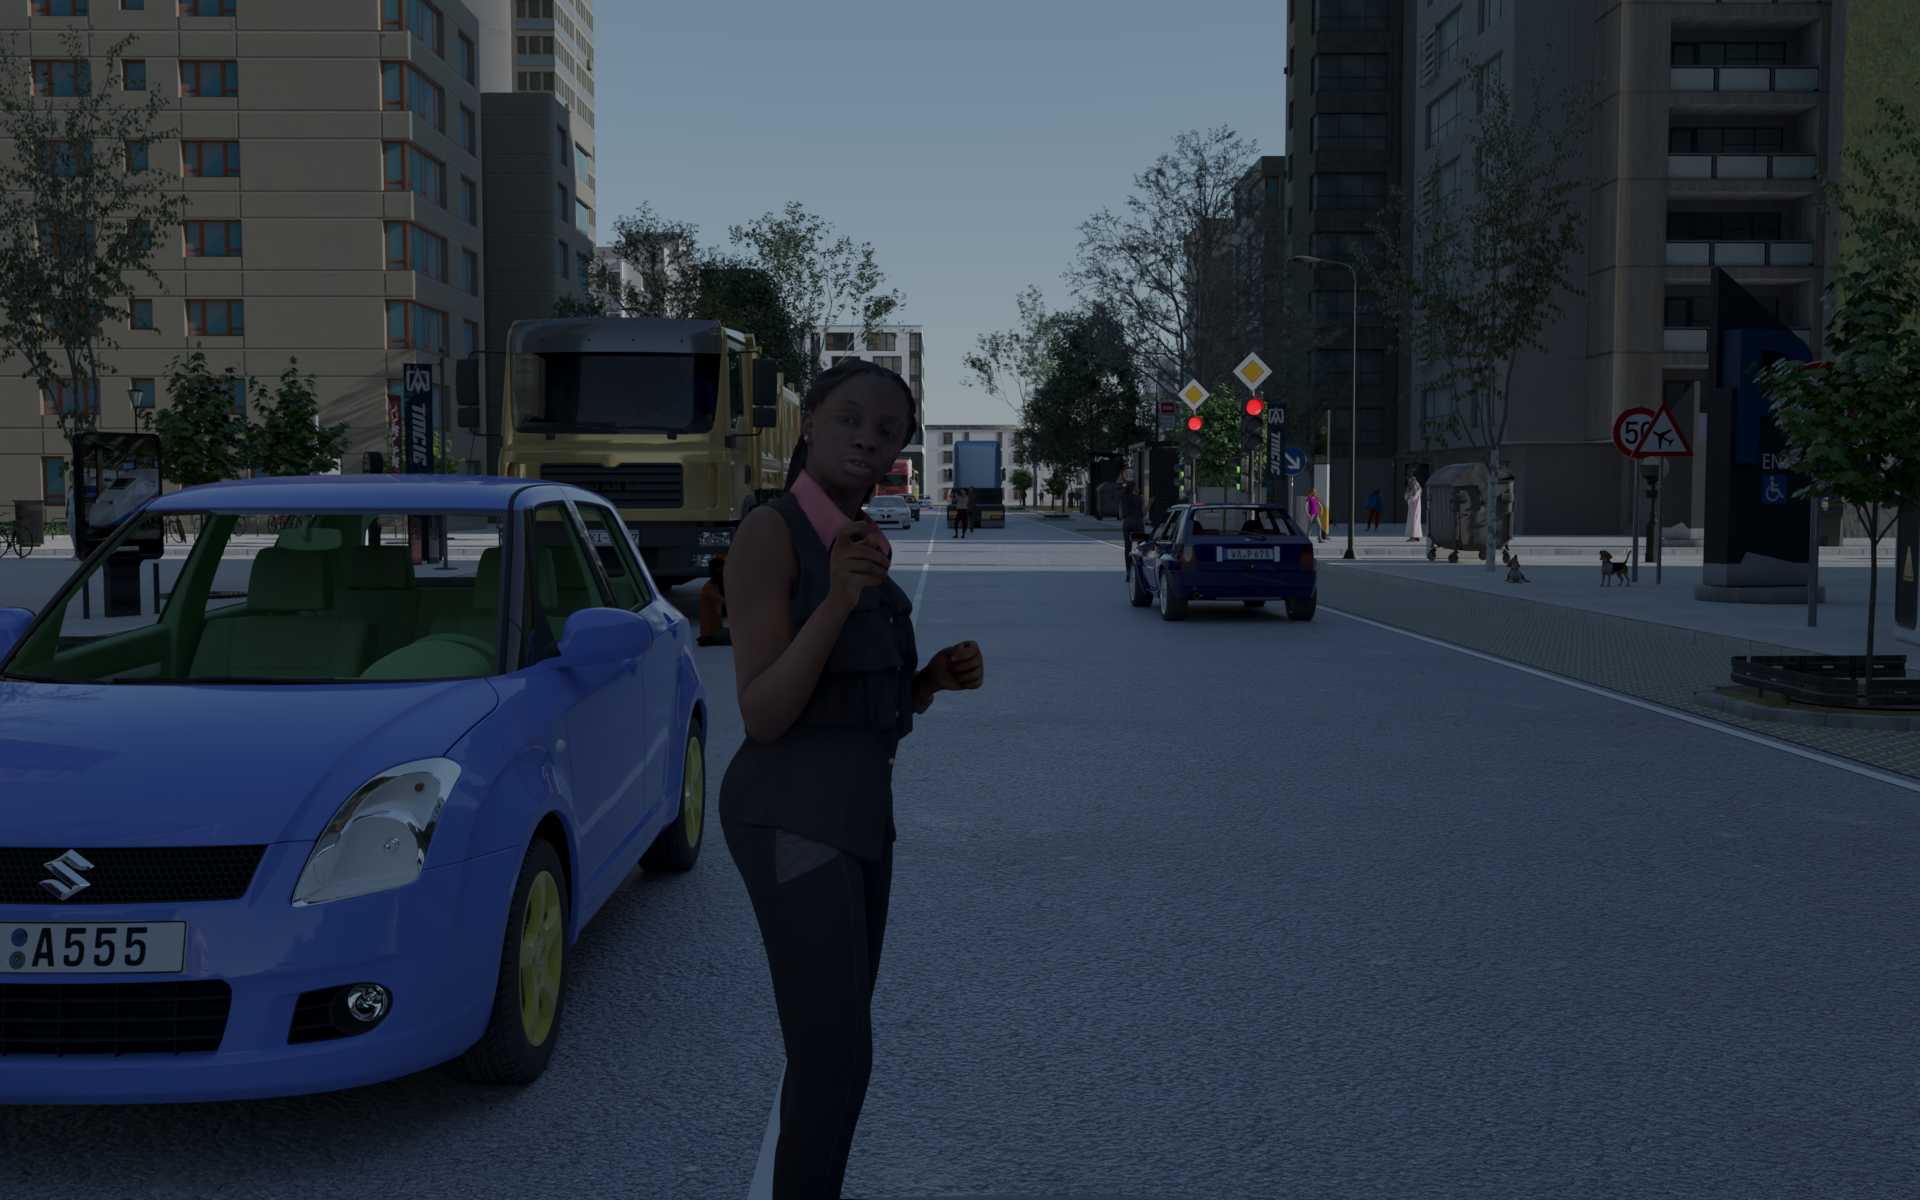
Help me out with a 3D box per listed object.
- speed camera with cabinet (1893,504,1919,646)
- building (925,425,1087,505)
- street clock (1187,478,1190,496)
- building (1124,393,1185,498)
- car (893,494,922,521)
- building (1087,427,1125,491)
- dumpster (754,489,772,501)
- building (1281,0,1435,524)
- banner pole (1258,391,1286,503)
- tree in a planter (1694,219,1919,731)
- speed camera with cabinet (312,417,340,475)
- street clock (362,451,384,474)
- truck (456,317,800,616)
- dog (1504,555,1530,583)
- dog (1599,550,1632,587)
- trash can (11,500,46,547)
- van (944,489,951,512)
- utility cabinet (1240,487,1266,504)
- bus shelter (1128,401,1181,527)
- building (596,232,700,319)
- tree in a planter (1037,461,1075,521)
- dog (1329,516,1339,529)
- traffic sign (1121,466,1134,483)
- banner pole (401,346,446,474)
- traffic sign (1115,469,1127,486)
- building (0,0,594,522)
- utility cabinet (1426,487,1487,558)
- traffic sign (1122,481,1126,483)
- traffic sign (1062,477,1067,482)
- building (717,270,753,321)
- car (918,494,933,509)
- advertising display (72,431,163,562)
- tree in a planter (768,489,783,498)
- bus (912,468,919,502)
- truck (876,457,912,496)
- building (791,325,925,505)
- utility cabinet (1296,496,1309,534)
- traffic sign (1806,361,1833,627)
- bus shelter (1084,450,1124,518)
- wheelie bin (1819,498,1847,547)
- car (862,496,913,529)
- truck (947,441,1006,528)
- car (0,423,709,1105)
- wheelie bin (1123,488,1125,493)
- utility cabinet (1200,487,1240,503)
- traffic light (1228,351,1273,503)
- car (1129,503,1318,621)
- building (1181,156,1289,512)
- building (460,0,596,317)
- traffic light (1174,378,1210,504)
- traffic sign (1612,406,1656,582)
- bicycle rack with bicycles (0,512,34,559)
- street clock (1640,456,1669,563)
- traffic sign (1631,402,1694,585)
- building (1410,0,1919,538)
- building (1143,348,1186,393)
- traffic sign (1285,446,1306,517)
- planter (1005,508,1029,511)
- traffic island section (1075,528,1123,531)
[{"bbox_3d":[8.249,-1.213,14.169,0.660,3.252,2.038,1,4,15],"label":"speed camera with cabinet"},{"bbox_3d":[9.718,-16.626,213.985,28.070,9.664,9.099,0,4,-1],"label":"building"},{"bbox_3d":[9.026,-3.867,67.800,0.471,2.002,0.358,1,4,11],"label":"street clock"},{"bbox_3d":[19.870,-12.304,143.319,9.099,9.664,28.070,0,4,-1],"label":"building"},{"bbox_3d":[-3.031,-5.084,92.914,2.009,1.686,4.222,0,4,-2],"label":"car"},{"bbox_3d":[18.566,-14.035,171.625,9.099,9.664,28.070,0,4,-1],"label":"building"},{"bbox_3d":[-10.662,-5.473,91.977,1.502,2.255,1.985,0,4,-1],"label":"dumpster"},{"bbox_3d":[22.207,-18.939,81.362,14.160,30.474,14.107,0,4,-1],"label":"building"},{"bbox_3d":[7.509,-3.184,42.071,0.863,3.779,0.401,2,4,24],"label":"banner pole"},{"bbox_3d":[5.982,-0.861,11.297,1.991,3.239,1.994,0,4,-1],"label":"tree in a planter"},{"bbox_3d":[-15.184,-2.929,42.224,0.660,3.252,2.038,-3,5,-45],"label":"speed camera with cabinet"},{"bbox_3d":[-9.977,-1.523,29.478,0.358,2.002,0.471,-2,4,-34],"label":"street clock"},{"bbox_3d":[-3.737,-1.619,22.395,3.469,3.379,9.791,0,4,0],"label":"truck"},{"bbox_3d":[8.153,-0.456,25.185,0.748,0.427,0.550,-2,4,-30],"label":"dog"},{"bbox_3d":[9.102,-0.442,24.059,0.406,0.507,0.540,1,4,23],"label":"dog"},{"bbox_3d":[-22.533,-1.852,41.940,0.748,1.137,0.748,0,3,0],"label":"trash can"},{"bbox_3d":[-0.255,-7.935,136.756,2.013,2.044,4.112,0,4,-1],"label":"van"},{"bbox_3d":[9.734,-3.042,58.419,1.173,1.500,0.318,1,4,10],"label":"utility cabinet"},{"bbox_3d":[8.291,-5.803,72.513,2.179,5.291,8.768,0,4,-1],"label":"bus shelter"},{"bbox_3d":[-26.534,-16.308,123.048,16.016,20.091,11.380,0,4,-1],"label":"building"},{"bbox_3d":[5.195,-5.909,93.839,1.991,3.239,1.994,0,4,-1],"label":"tree in a planter"},{"bbox_3d":[13.434,-2.812,62.801,0.540,0.507,0.406,0,4,-2],"label":"dog"},{"bbox_3d":[7.785,-4.863,79.623,0.768,2.556,0.104,1,4,8],"label":"traffic sign"},{"bbox_3d":[-8.968,-2.401,29.280,0.863,3.779,0.401,-1,4,-18],"label":"banner pole"},{"bbox_3d":[8.546,-5.584,91.297,0.884,2.594,0.081,0,4,2],"label":"traffic sign"},{"bbox_3d":[-31.384,-13.715,69.274,27.650,21.520,28.899,0,4,-1],"label":"building"},{"bbox_3d":[9.830,-1.562,34.213,1.173,1.500,0.318,-1,4,-9],"label":"utility cabinet"},{"bbox_3d":[8.518,-5.278,86.296,0.884,2.594,0.081,0,4,4],"label":"traffic sign"},{"bbox_3d":[6.865,-7.132,116.341,0.795,2.593,0.064,0,4,0],"label":"traffic sign"},{"bbox_3d":[-34.964,-20.008,171.104,32.646,21.610,27.936,0,4,-1],"label":"building"},{"bbox_3d":[-3.544,-9.375,165.289,2.014,1.417,4.499,0,4,-2],"label":"car"},{"bbox_3d":[-8.786,-0.789,18.122,0.123,1.923,0.974,2,4,26],"label":"advertising display"},{"bbox_3d":[-7.024,-4.304,67.588,1.991,3.239,1.994,0,4,-1],"label":"tree in a planter"},{"bbox_3d":[-5.093,-9.933,153.955,2.896,3.916,12.252,0,4,0],"label":"bus"},{"bbox_3d":[-4.997,-8.737,131.758,2.839,4.237,11.283,0,4,0],"label":"truck"},{"bbox_3d":[-20.992,-23.203,223.338,32.646,21.610,27.936,0,4,-1],"label":"building"},{"bbox_3d":[9.917,-2.379,50.058,0.306,1.237,1.020,0,4,6],"label":"utility cabinet"},{"bbox_3d":[8.249,-1.014,16.688,0.768,2.556,0.104,1,4,9],"label":"traffic sign"},{"bbox_3d":[7.999,-6.424,96.317,1.731,3.624,6.357,0,4,0],"label":"bus shelter"},{"bbox_3d":[21.392,-2.114,42.479,0.693,1.594,0.980,2,4,31],"label":"wheelie bin"},{"bbox_3d":[-2.992,-3.635,71.801,2.083,1.381,4.827,0,4,0],"label":"car"},{"bbox_3d":[0.778,-5.592,81.188,2.967,4.110,18.799,0,4,1],"label":"truck"},{"bbox_3d":[-1.842,0.261,5.328,1.945,1.707,3.694,0,4,0],"label":"car"},{"bbox_3d":[8.767,-4.960,89.006,0.980,1.594,0.693,-1,4,-22],"label":"wheelie bin"},{"bbox_3d":[8.334,-2.883,55.816,1.173,1.500,0.318,1,4,20],"label":"utility cabinet"},{"bbox_3d":[5.736,-2.771,34.229,0.839,4.253,0.868,0,4,-1],"label":"traffic light"},{"bbox_3d":[3.094,-0.511,20.937,1.945,1.354,3.894,0,4,-2],"label":"car"},{"bbox_3d":[29.069,-15.798,103.335,27.650,21.520,28.899,0,4,-1],"label":"building"},{"bbox_3d":[-35.146,-25.148,103.050,32.217,40.220,23.993,0,4,-1],"label":"building"},{"bbox_3d":[5.658,-3.260,42.214,0.839,4.253,0.868,0,4,-1],"label":"traffic light"},{"bbox_3d":[9.850,-1.535,25.207,0.768,2.556,0.104,0,4,3],"label":"traffic sign"},{"bbox_3d":[-19.547,-1.254,33.893,2.852,0.926,2.925,2,4,28],"label":"bicycle rack with bicycles"},{"bbox_3d":[12.956,-1.699,32.353,0.358,2.002,0.471,-2,4,-30],"label":"street clock"},{"bbox_3d":[9.912,-1.498,24.503,0.884,2.594,0.081,0,3,0],"label":"traffic sign"},{"bbox_3d":[23.586,-22.789,56.191,14.086,41.232,14.154,0,4,-1],"label":"building"},{"bbox_3d":[29.407,-22.083,217.476,11.380,20.091,16.016,0,4,-1],"label":"building"},{"bbox_3d":[8.870,-2.832,46.401,0.768,2.556,0.104,0,4,4],"label":"traffic sign"},{"bbox_3d":[4.718,-7.523,144.138,1.991,0.319,1.994,0,4,-1],"label":"planter"},{"bbox_3d":[5.461,-2.699,66.992,1.991,0.108,1.994,0,4,-1],"label":"traffic island section"}]
